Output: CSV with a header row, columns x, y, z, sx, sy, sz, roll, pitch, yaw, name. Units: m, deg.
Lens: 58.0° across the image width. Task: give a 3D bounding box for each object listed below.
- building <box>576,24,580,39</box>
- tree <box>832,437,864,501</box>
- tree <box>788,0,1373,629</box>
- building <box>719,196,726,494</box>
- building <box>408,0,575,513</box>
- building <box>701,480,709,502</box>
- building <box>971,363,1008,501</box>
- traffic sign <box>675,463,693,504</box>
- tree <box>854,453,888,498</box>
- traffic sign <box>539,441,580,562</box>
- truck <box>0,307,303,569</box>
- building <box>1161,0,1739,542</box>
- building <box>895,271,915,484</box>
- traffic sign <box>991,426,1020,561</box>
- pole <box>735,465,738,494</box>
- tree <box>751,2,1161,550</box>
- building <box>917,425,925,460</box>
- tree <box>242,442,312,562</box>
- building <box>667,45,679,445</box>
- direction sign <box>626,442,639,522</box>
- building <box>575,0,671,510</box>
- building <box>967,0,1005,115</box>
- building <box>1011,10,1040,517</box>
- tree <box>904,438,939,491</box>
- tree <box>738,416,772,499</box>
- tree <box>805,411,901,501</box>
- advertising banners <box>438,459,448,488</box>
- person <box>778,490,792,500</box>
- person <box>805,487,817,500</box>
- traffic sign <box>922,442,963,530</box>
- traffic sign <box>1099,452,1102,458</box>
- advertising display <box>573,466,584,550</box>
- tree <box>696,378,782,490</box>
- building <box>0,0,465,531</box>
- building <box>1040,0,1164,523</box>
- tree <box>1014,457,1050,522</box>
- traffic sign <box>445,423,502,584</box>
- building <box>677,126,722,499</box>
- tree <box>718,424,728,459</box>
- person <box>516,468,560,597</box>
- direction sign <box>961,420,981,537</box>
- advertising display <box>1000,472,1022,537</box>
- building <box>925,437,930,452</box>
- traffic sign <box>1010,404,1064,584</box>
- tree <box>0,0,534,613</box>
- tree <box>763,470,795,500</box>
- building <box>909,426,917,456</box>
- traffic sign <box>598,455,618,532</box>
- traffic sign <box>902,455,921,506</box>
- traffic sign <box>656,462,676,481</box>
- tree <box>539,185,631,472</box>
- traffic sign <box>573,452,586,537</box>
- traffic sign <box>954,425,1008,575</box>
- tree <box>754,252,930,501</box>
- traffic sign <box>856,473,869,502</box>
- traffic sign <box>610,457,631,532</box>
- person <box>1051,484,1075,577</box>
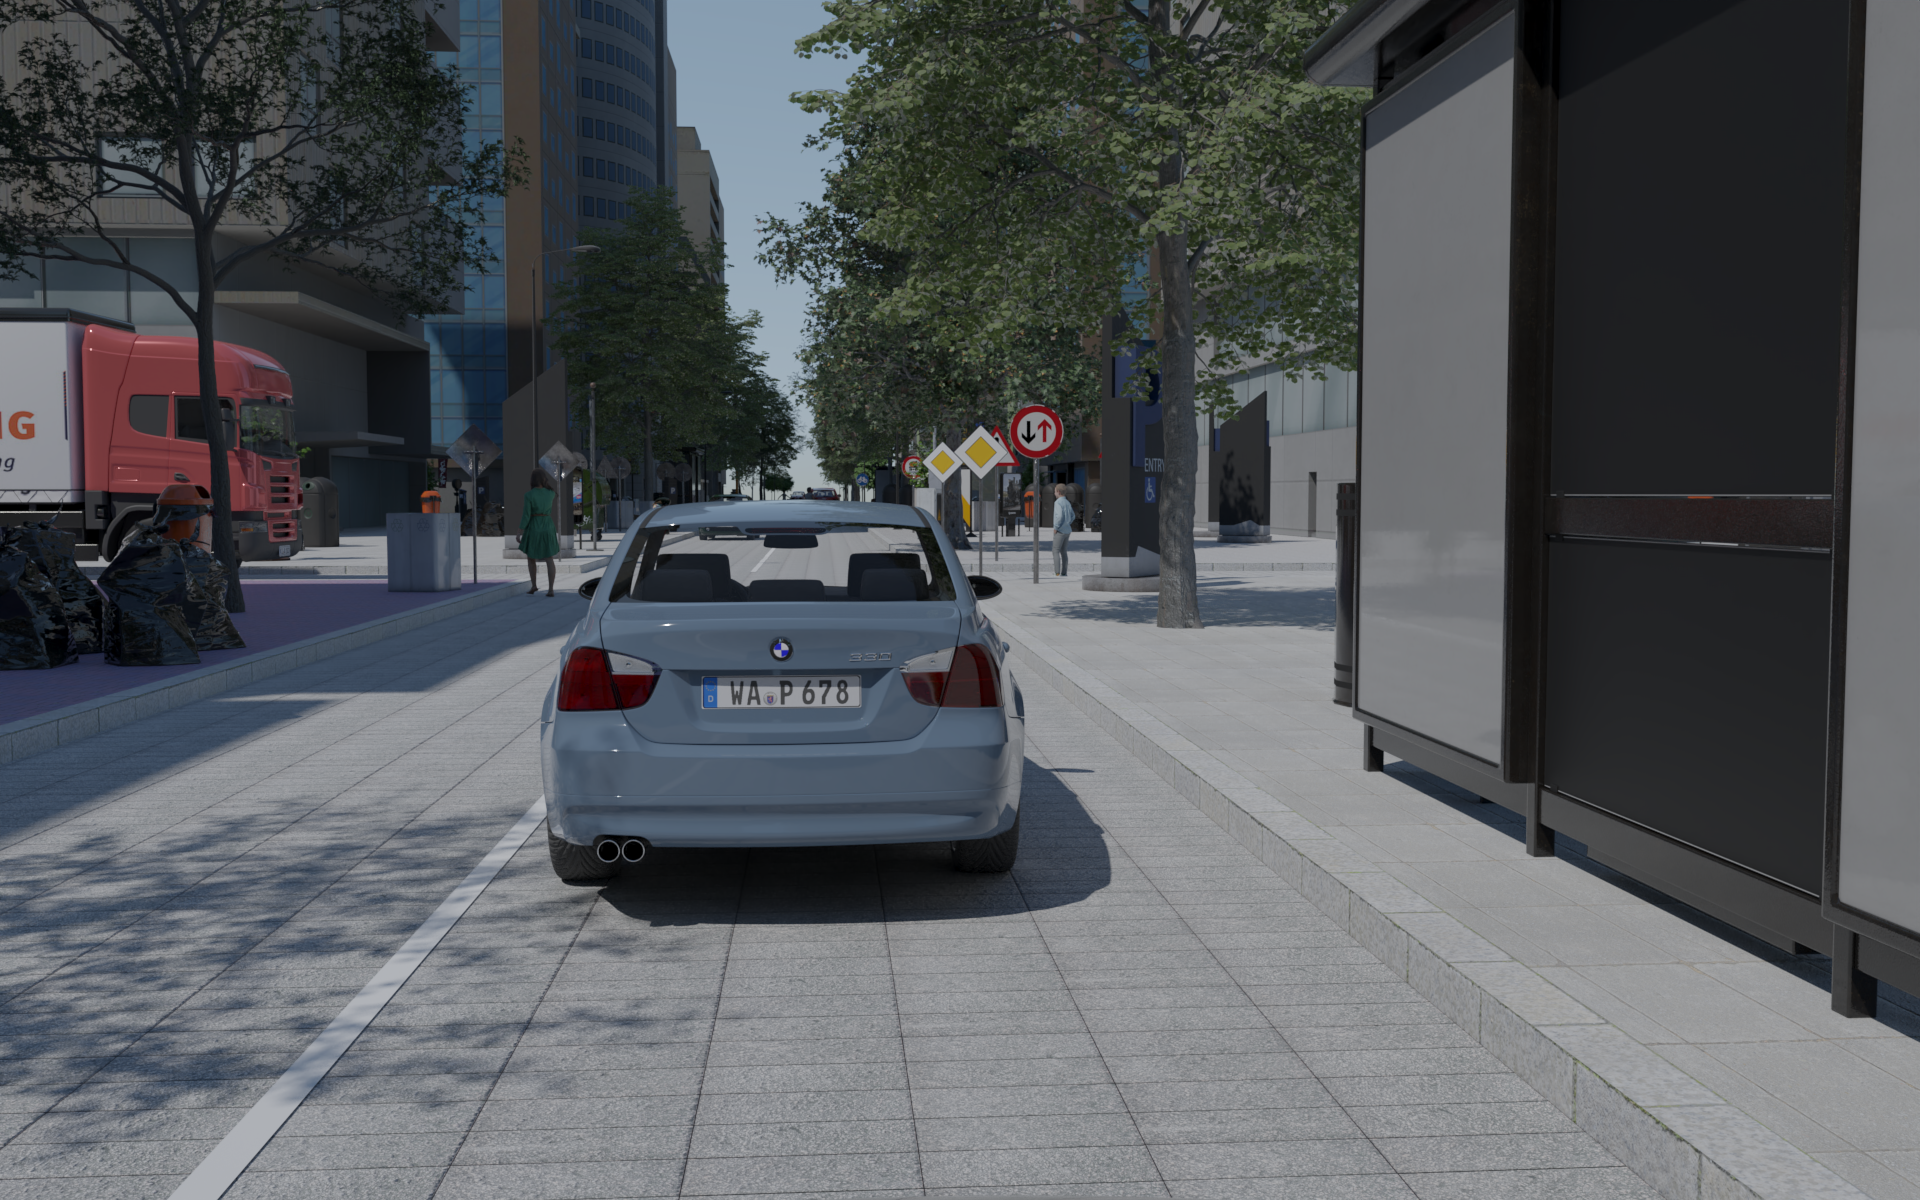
x,y,z,sx,sy,sz,roll,pitch,yaw,name
-39.596,-26.004,117.053,32.217,40.220,23.993,0,4,-5,building
-10.529,-13.670,173.869,4.737,8.622,4.395,0,3,0,tree
1.800,-5.988,16.037,7.486,12.596,7.792,0,3,0,tree
-41.155,-36.653,249.394,14.600,45.320,14.200,0,4,-5,building
-29.636,-27.388,97.901,14.600,45.320,14.200,0,4,-5,building
-46.988,-31.584,208.284,32.217,40.220,23.993,0,4,-5,building
12.023,-49.663,124.662,22.319,86.520,31.000,0,4,-5,building
-11.408,-4.362,71.424,0.768,2.556,0.104,0,4,-1,traffic sign
-6.639,-9.105,132.577,4.285,4.588,4.351,0,3,0,tree
-7.556,-1.774,32.655,0.795,2.450,0.064,0,4,-5,traffic sign
-15.689,-2.340,27.167,11.283,4.237,2.839,0,4,-3,truck
22.062,-28.577,56.474,27.495,52.752,28.713,0,4,-5,building
1.365,-38.760,257.422,21.300,48.544,21.600,0,4,-5,building
0.699,-2.019,33.012,0.884,2.594,0.081,0,4,3,traffic sign
-12.853,-6.481,99.812,0.158,3.312,0.155,0,3,0,pole
-0.106,-7.515,39.873,9.611,12.733,9.660,0,3,0,tree
1.700,-32.134,208.981,14.154,41.232,14.086,0,4,-5,building
-13.546,-2.372,33.377,1.663,3.219,1.824,0,3,0,tree
-34.516,-31.545,165.870,14.600,45.320,14.200,0,4,-5,building
-13.170,-4.749,69.644,0.379,3.537,0.876,1,4,22,direction sign
-35.981,-36.801,143.692,21.231,58.520,28.212,0,4,-5,building
9.551,-32.309,151.959,21.300,48.544,21.600,0,4,-5,building
9.629,-25.582,101.858,14.154,41.232,14.086,0,4,-5,building
-0.792,-3.610,53.627,1.663,3.219,1.824,0,3,0,tree
-18.276,-12.249,150.626,4.360,8.622,3.978,0,3,0,tree
-12.244,-17.805,197.764,9.857,13.997,8.962,0,3,0,tree
-24.509,-5.117,79.855,2.074,3.025,0.090,1,4,13,advertising banners
-13.687,-7.697,135.126,1.217,1.735,0.721,1,4,15,person
-7.155,-4.589,83.895,0.716,1.782,0.532,2,4,28,person
-0.333,-1.808,33.206,0.795,2.450,0.064,0,4,-5,traffic sign
2.483,-1.565,25.598,0.884,2.594,0.081,0,4,-1,traffic sign
-9.140,-2.113,39.760,0.974,1.923,0.123,-2,4,-25,advertising display
-16.857,-11.995,130.537,7.601,10.594,8.767,1,4,10,tree
-32.861,-28.695,58.405,28.713,52.752,27.495,0,4,-5,building
11.465,-26.275,79.708,14.600,45.320,14.200,0,4,-5,building
3.243,-5.221,79.967,1.663,3.219,1.824,0,3,0,tree
-6.923,-1.288,24.695,0.795,2.450,0.064,0,4,-5,traffic sign
-43.341,-37.156,231.199,21.300,48.544,21.600,0,4,-5,building
-20.690,-16.646,182.535,12.009,13.543,11.850,0,3,0,tree
-5.877,-0.946,24.217,0.600,1.795,0.529,-3,5,-45,person
0.328,-3.653,51.723,0.876,3.537,0.379,-1,4,-19,direction sign
1.523,-2.865,52.063,0.123,1.923,0.974,3,4,37,advertising display
4.361,-29.727,169.636,14.154,41.232,14.086,0,4,-5,building
1.090,-1.506,24.724,0.768,2.556,0.104,0,4,3,traffic sign
-8.236,-5.135,18.372,7.601,10.594,8.767,-1,4,-20,tree
-26.667,-17.115,263.541,4.285,4.588,4.351,0,3,0,tree
4.362,-37.409,231.252,23.786,49.044,30.456,0,4,-5,building
-11.913,-3.559,58.186,0.884,2.594,0.081,0,4,3,traffic sign
-1.539,-3.497,57.284,0.768,2.556,0.104,0,4,-4,traffic sign
-11.761,-4.233,69.322,0.768,2.556,0.104,0,4,-1,traffic sign
-11.508,-8.898,63.602,7.486,12.596,7.792,0,3,0,tree
-11.625,-3.190,52.269,0.768,2.556,0.104,0,4,-4,traffic sign
0.300,-1.321,25.246,0.795,2.450,0.064,0,4,-5,traffic sign
-3.392,-10.692,85.187,12.009,13.543,11.850,0,3,0,tree
-6.018,-6.530,106.866,0.768,2.556,0.104,0,4,2,traffic sign
-11.634,-3.616,59.227,0.768,2.556,0.104,0,4,4,traffic sign
1.690,-1.138,28.925,0.330,1.601,0.589,3,5,40,person
